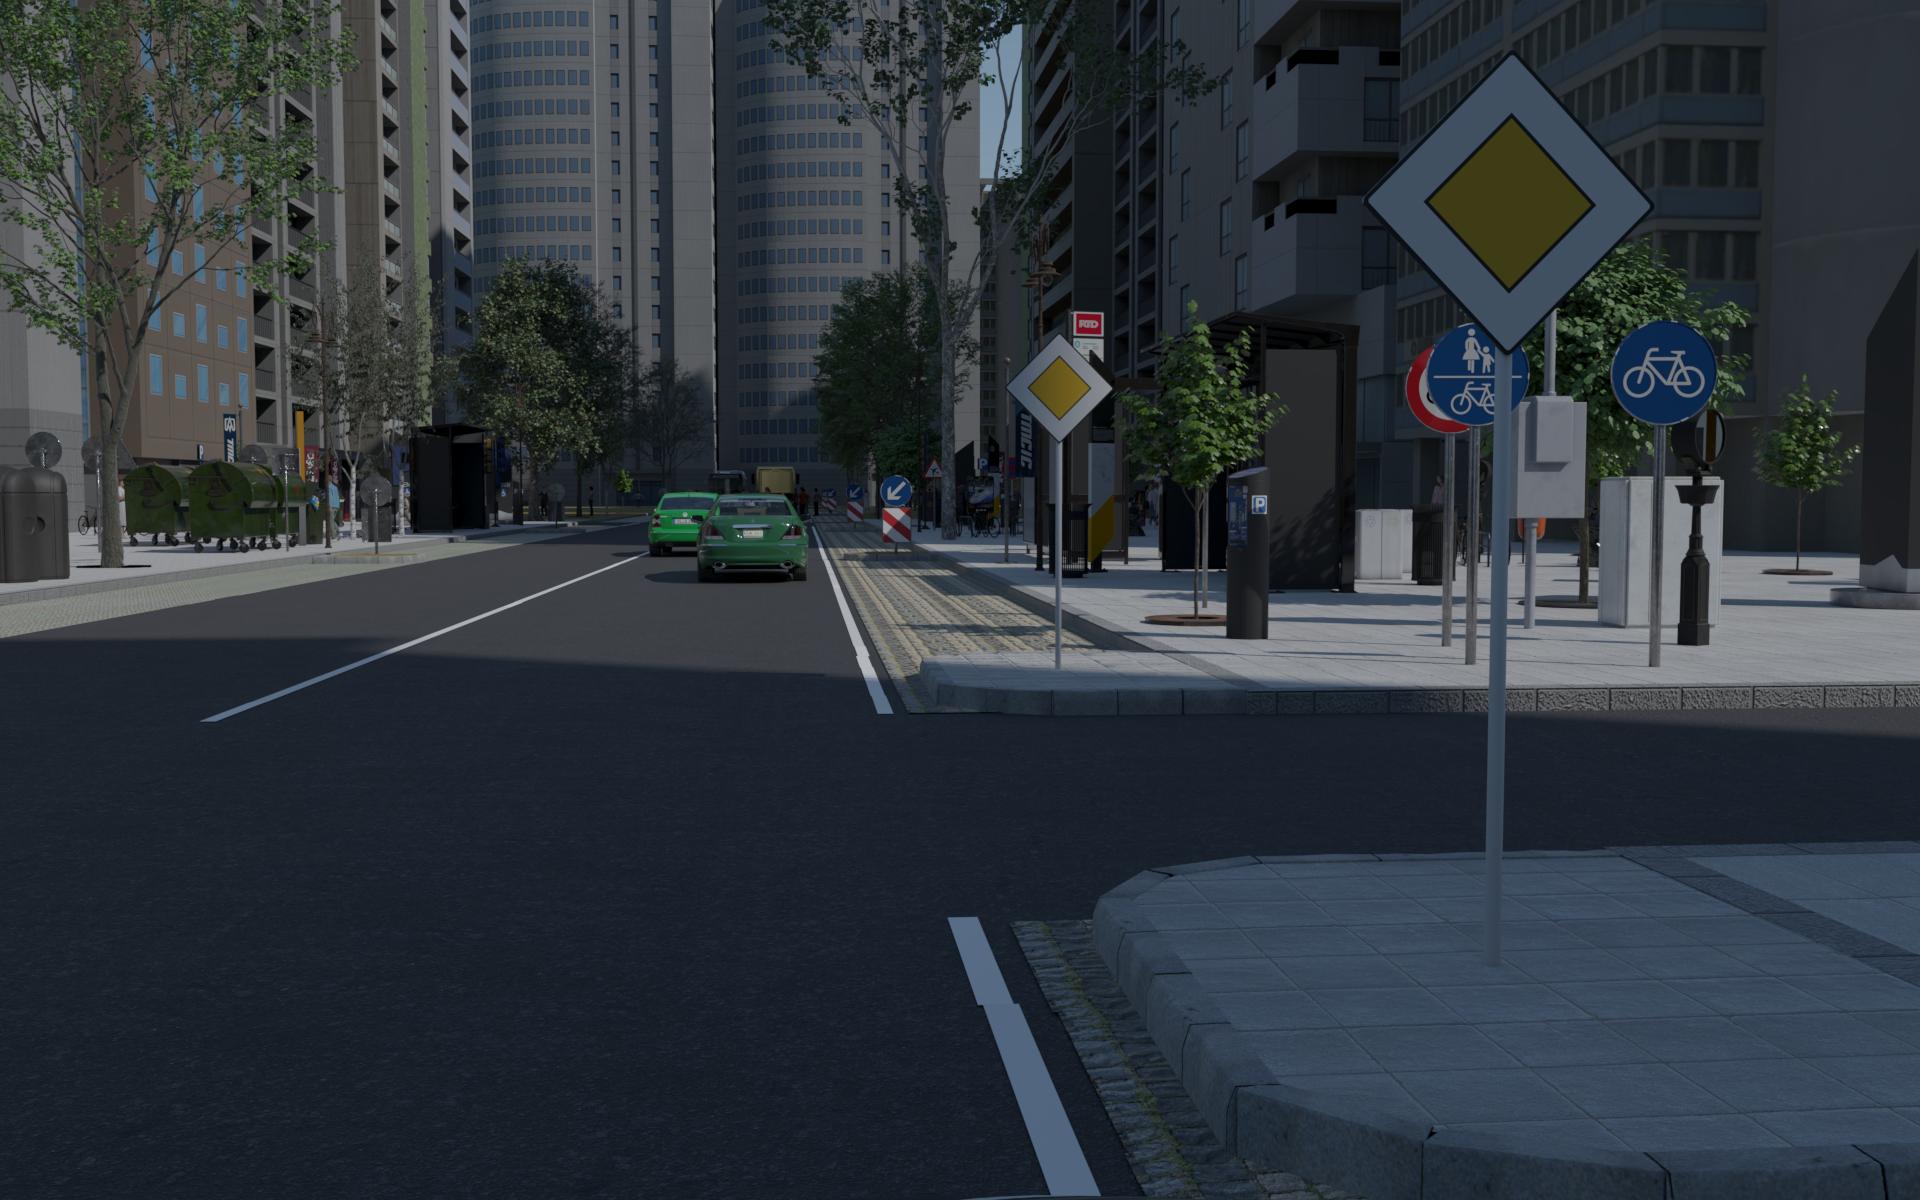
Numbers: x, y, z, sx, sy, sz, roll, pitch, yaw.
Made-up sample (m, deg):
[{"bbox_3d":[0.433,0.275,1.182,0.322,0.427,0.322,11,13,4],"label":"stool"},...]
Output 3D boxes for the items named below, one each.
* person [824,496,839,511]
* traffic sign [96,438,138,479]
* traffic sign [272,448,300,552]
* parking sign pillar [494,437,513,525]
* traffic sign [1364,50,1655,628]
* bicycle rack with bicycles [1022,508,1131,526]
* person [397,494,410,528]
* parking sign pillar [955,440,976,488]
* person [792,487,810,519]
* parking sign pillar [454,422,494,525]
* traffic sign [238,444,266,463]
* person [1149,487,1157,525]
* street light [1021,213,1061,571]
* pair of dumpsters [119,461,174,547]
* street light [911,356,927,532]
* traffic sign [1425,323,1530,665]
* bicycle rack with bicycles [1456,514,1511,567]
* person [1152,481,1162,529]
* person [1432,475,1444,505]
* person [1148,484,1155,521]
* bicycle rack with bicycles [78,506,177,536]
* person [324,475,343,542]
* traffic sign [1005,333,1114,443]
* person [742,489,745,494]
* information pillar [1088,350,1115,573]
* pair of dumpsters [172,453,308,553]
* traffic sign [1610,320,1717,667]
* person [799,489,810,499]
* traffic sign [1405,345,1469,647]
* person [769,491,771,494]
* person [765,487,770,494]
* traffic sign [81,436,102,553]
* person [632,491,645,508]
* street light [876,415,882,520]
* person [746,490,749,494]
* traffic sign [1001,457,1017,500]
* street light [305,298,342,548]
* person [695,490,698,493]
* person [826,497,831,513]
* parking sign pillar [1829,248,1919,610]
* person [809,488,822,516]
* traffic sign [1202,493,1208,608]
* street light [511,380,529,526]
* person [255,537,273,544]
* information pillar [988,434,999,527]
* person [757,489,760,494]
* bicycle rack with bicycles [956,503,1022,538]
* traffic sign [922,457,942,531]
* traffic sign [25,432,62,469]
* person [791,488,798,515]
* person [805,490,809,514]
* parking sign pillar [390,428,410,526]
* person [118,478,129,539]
[{"bbox_3d":[-9.030,-6.860,121.447,1.217,1.735,0.721,-2,4,-33],"label":"person"},{"bbox_3d":[-17.659,-2.219,36.277,0.884,2.594,0.081,0,4,2],"label":"traffic sign"},{"bbox_3d":[-15.004,-2.229,38.580,0.606,2.300,0.079,0,4,-2],"label":"traffic sign"},{"bbox_3d":[-19.480,-5.182,73.204,1.447,3.967,1.447,1,4,20],"label":"parking sign pillar"},{"bbox_3d":[1.471,-0.149,4.628,0.795,2.593,0.064,0,4,-5],"label":"traffic sign"},{"bbox_3d":[3.190,-1.962,45.466,2.852,0.926,2.925,0,4,5],"label":"bicycle rack with bicycles"},{"bbox_3d":[-20.840,-3.351,65.102,0.640,1.303,0.475,-3,5,-44],"label":"person"},{"bbox_3d":[0.111,-6.034,87.122,1.447,3.967,1.447,1,4,18],"label":"parking sign pillar"},{"bbox_3d":[-8.647,-5.269,94.590,0.705,1.831,1.348,3,4,38],"label":"person"},{"bbox_3d":[-18.557,-4.679,64.971,1.447,3.967,1.447,-3,4,-36],"label":"parking sign pillar"},{"bbox_3d":[-18.105,-2.707,44.369,0.768,2.556,0.104,0,4,2],"label":"traffic sign"},{"bbox_3d":[8.152,-4.002,71.956,0.515,1.767,0.782,-1,4,-9],"label":"person"},{"bbox_3d":[1.332,-3.426,28.803,0.468,5.910,1.993,0,4,-5],"label":"street light"},{"bbox_3d":[-19.837,-2.539,44.014,1.574,2.255,4.437,0,4,-5],"label":"pair of dumpsters"},{"bbox_3d":[-1.366,-5.211,57.989,0.468,5.910,1.993,0,4,-5],"label":"street light"},{"bbox_3d":[3.840,-0.785,12.947,0.768,2.556,0.104,0,4,1],"label":"traffic sign"},{"bbox_3d":[8.752,-1.111,31.543,2.852,0.926,2.925,1,4,13],"label":"bicycle rack with bicycles"},{"bbox_3d":[7.148,-3.375,61.967,0.466,1.731,0.760,-3,5,-43],"label":"person"},{"bbox_3d":[13.343,-2.581,48.256,0.555,1.821,0.388,2,4,34],"label":"person"},{"bbox_3d":[9.275,-4.648,82.708,0.598,1.740,0.731,0,4,1],"label":"person"},{"bbox_3d":[-25.764,-2.482,53.963,2.925,0.926,2.852,3,5,43],"label":"bicycle rack with bicycles"},{"bbox_3d":[-16.710,-2.432,46.155,0.444,1.785,0.601,1,4,13],"label":"person"},{"bbox_3d":[0.738,-0.635,12.579,0.795,2.593,0.064,0,4,-5],"label":"traffic sign"},{"bbox_3d":[-11.756,-5.164,93.848,0.530,1.710,0.541,1,4,13],"label":"person"},{"bbox_3d":[2.299,-2.258,28.280,0.504,3.616,0.183,-2,4,-33],"label":"information pillar"},{"bbox_3d":[-16.225,-2.257,39.393,1.574,2.255,4.437,0,4,-5],"label":"pair of dumpsters"},{"bbox_3d":[5.158,-0.775,12.785,0.768,2.556,0.104,0,4,3],"label":"traffic sign"},{"bbox_3d":[-14.369,-9.329,160.659,1.348,1.869,0.705,-3,5,-42],"label":"person"},{"bbox_3d":[4.097,-0.881,14.508,0.768,2.556,0.104,0,4,3],"label":"traffic sign"},{"bbox_3d":[-11.871,-6.052,108.236,0.721,1.735,1.217,3,5,42],"label":"person"},{"bbox_3d":[-7.991,-3.844,72.097,0.466,1.731,0.760,3,4,37],"label":"person"},{"bbox_3d":[-18.828,-2.308,37.847,0.768,2.556,0.104,0,4,3],"label":"traffic sign"},{"bbox_3d":[-30.681,-9.549,165.330,1.217,1.736,0.721,0,4,-3],"label":"person"},{"bbox_3d":[-4.110,-6.996,87.170,0.468,5.910,1.993,0,4,-5],"label":"street light"},{"bbox_3d":[-13.928,-6.398,114.032,0.530,1.710,0.541,1,4,10],"label":"person"},{"bbox_3d":[1.806,-3.646,59.714,0.768,2.556,0.104,0,4,-1],"label":"traffic sign"},{"bbox_3d":[-14.997,-4.168,40.940,0.468,5.910,1.993,0,4,-5],"label":"street light"},{"bbox_3d":[-23.382,-8.874,153.528,0.705,1.831,1.348,1,4,12],"label":"person"},{"bbox_3d":[-9.403,-7.168,125.323,0.705,1.869,1.348,1,4,11],"label":"person"},{"bbox_3d":[10.745,-1.909,19.678,1.447,3.967,1.447,0,4,6],"label":"parking sign pillar"},{"bbox_3d":[-9.277,-6.289,111.343,0.705,1.823,1.348,2,4,33],"label":"person"},{"bbox_3d":[2.755,-1.058,19.430,0.606,2.300,0.079,0,4,3],"label":"traffic sign"},{"bbox_3d":[-17.807,-5.958,70.196,0.468,5.910,1.993,0,4,-5],"label":"street light"},{"bbox_3d":[-17.660,-2.068,44.102,0.590,1.304,0.306,0,4,6],"label":"person"},{"bbox_3d":[1.313,-4.684,67.943,0.504,3.616,0.183,-2,4,-30],"label":"information pillar"},{"bbox_3d":[-12.934,-6.232,110.915,1.217,1.766,0.721,-1,4,-13],"label":"person"},{"bbox_3d":[0.924,-2.346,51.742,2.852,0.926,2.925,-1,4,-11],"label":"bicycle rack with bicycles"},{"bbox_3d":[-0.888,-3.677,60.122,0.884,2.594,0.081,0,4,-4],"label":"traffic sign"},{"bbox_3d":[-18.702,-2.156,35.355,0.768,2.556,0.104,0,4,3],"label":"traffic sign"},{"bbox_3d":[-10.889,-6.478,114.430,0.705,1.821,1.348,-1,4,-18],"label":"person"},{"bbox_3d":[-11.174,-7.139,125.777,0.434,1.755,0.990,0,4,-3],"label":"person"},{"bbox_3d":[-22.521,-5.025,70.625,1.447,3.967,1.447,-1,4,-16],"label":"parking sign pillar"},{"bbox_3d":[-23.916,-2.631,49.635,0.524,1.755,0.480,-1,4,-15],"label":"person"}]
